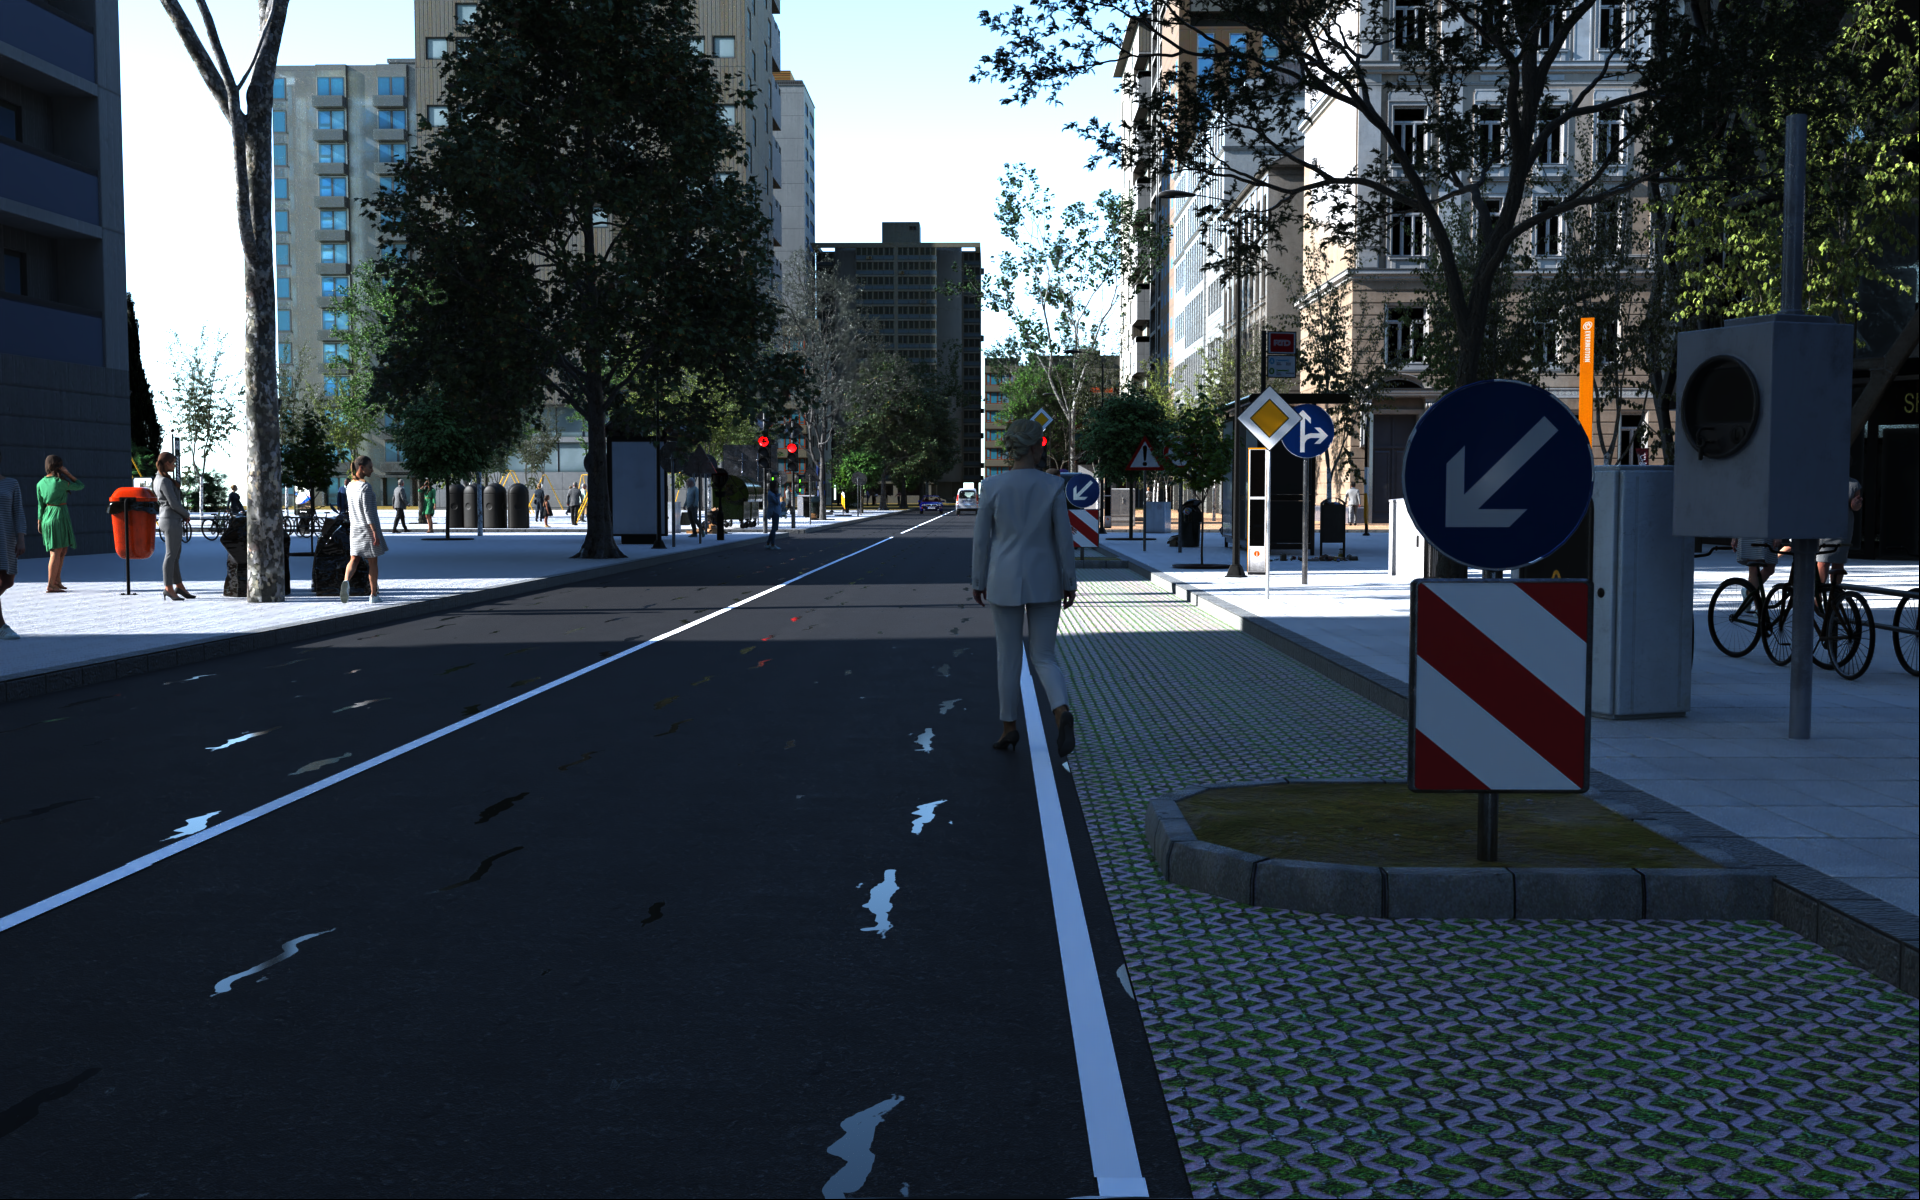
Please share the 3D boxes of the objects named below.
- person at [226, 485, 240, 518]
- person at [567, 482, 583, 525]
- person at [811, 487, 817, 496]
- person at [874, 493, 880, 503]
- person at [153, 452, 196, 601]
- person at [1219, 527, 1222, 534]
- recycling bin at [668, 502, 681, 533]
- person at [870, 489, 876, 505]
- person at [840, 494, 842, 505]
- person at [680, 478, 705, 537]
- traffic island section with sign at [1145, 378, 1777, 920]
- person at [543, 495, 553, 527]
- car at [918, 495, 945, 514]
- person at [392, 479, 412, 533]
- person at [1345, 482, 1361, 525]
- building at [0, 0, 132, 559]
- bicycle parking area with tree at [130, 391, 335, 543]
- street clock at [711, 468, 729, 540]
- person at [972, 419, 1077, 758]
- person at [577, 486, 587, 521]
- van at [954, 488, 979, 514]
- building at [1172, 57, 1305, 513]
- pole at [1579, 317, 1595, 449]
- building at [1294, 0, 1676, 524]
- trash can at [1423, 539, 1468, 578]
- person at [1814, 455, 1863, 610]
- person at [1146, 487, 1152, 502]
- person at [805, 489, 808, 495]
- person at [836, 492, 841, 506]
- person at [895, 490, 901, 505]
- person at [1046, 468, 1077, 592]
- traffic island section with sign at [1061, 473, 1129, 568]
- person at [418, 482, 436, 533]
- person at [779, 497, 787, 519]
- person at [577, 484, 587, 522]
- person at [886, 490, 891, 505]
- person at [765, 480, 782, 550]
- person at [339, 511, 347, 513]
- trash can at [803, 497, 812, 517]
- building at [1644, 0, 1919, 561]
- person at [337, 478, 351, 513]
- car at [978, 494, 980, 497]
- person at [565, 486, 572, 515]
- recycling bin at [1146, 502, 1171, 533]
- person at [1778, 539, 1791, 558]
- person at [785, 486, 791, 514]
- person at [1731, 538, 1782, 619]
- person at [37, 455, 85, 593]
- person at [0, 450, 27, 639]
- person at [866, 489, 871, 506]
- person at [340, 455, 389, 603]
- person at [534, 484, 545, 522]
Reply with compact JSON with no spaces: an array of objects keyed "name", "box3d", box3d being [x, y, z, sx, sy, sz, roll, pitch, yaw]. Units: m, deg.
[{"name":"person","box3d":[-26.369,-3.295,62.800,0.534,1.772,0.576,-1,4,-13]},{"name":"person","box3d":[-15.869,-3.973,71.397,0.661,1.777,0.834,-1,4,-8]},{"name":"person","box3d":[-9.996,-6.894,119.310,0.519,1.759,0.362,0,4,-2]},{"name":"person","box3d":[-10.288,-12.497,213.549,0.628,1.438,0.799,1,4,18]},{"name":"person","box3d":[-9.453,-0.895,20.949,0.520,1.790,0.573,3,4,38]},{"name":"person","box3d":[8.524,-2.972,54.658,0.654,1.822,0.581,3,4,36]},{"name":"recycling bin","box3d":[-9.600,-2.706,56.790,0.722,1.027,0.722,1,4,9]},{"name":"person","box3d":[-10.134,-11.977,201.883,0.705,1.823,1.348,-3,4,-37]},{"name":"person","box3d":[-13.899,-12.036,202.975,0.705,1.807,1.348,-2,4,-35]},{"name":"person","box3d":[-7.971,-2.753,51.546,0.515,1.767,0.782,-3,5,-43]},{"name":"traffic island section with sign","box3d":[1.760,0.115,6.745,1.989,1.847,2.006,0,4,1]},{"name":"person","box3d":[-15.941,-3.443,67.006,0.373,1.253,0.362,0,4,-1]},{"name":"car","box3d":[-2.098,-6.997,126.973,1.945,1.354,3.894,0,4,-1]},{"name":"person","box3d":[-18.450,-3.111,57.311,0.661,1.777,0.834,3,4,37]},{"name":"person","box3d":[16.063,-3.946,70.829,0.678,1.792,0.850,1,4,17]},{"name":"building","box3d":[-32.472,-30.004,32.565,28.212,58.520,21.231,0,4,1]},{"name":"bicycle parking area with tree","box3d":[-21.877,-3.852,49.986,9.016,4.147,8.231,3,5,40]},{"name":"street clock","box3d":[-6.674,-2.669,48.208,0.471,2.002,0.358,0,4,-3]},{"name":"person","box3d":[0.373,-0.065,9.435,0.514,1.842,0.818,-1,4,-19]},{"name":"person","box3d":[-17.826,-4.623,81.850,0.699,1.804,1.509,3,4,36]},{"name":"van","box3d":[0.560,-7.145,123.832,2.013,2.044,4.112,0,4,1]},{"name":"building","box3d":[22.285,-21.200,124.107,11.434,29.767,29.804,0,4,1]},{"name":"pole","box3d":[7.273,-1.609,20.159,0.158,3.312,0.155,0,3,0]},{"name":"building","box3d":[26.691,-18.012,80.403,20.117,28.700,13.634,0,4,1]},{"name":"trash can","box3d":[6.877,-0.786,24.504,0.748,1.137,0.748,0,3,0]},{"name":"person","box3d":[9.596,-0.780,19.148,0.716,1.782,0.532,1,4,13]},{"name":"person","box3d":[13.590,-7.256,125.028,0.694,1.780,0.624,0,4,-3]},{"name":"person","box3d":[-15.053,-9.990,169.377,0.705,1.824,1.348,1,4,15]},{"name":"person","box3d":[-13.013,-10.990,185.868,0.705,1.807,1.348,1,4,23]},{"name":"person","box3d":[-7.264,-12.059,203.912,0.721,1.736,1.217,-3,5,-40]},{"name":"person","box3d":[1.241,-0.957,24.426,0.850,1.792,0.678,0,4,8]},{"name":"traffic island section with sign","box3d":[2.268,-1.558,34.098,1.989,1.847,2.006,0,4,1]},{"name":"person","box3d":[-17.557,-3.122,57.331,0.600,1.795,0.529,1,4,14]},{"name":"person","box3d":[-9.437,-4.824,90.407,0.738,1.151,1.012,2,4,31]},{"name":"person","box3d":[-17.291,-4.465,79.528,0.515,1.767,0.782,-3,5,-40]},{"name":"person","box3d":[-8.922,-12.432,209.830,1.217,1.766,0.721,1,4,11]},{"name":"person","box3d":[-4.832,-2.202,44.767,0.793,1.790,0.793,-3,4,-38]},{"name":"person","box3d":[-23.927,-3.753,67.756,0.694,1.780,0.624,0,4,-4]},{"name":"trash can","box3d":[-8.300,-5.104,95.103,0.748,1.137,0.748,0,3,0]},{"name":"building","box3d":[24.142,-10.330,36.354,16.820,18.784,16.811,0,4,1]},{"name":"person","box3d":[-19.907,-3.053,56.139,0.721,1.800,0.419,-2,4,-23]},{"name":"car","box3d":[1.864,-9.571,168.492,2.014,1.417,4.499,0,4,2]},{"name":"person","box3d":[-23.662,-6.039,105.202,0.576,1.772,0.534,2,4,34]},{"name":"recycling bin","box3d":[6.490,-2.714,56.926,0.722,1.027,0.722,2,4,25]},{"name":"person","box3d":[12.811,-1.217,26.685,0.760,1.731,0.466,2,4,30]},{"name":"person","box3d":[-10.945,-6.416,111.053,0.767,1.812,0.694,-2,4,-24]},{"name":"person","box3d":[8.269,-0.685,17.991,0.466,1.731,0.760,0,4,-1]},{"name":"person","box3d":[-11.867,-1.004,22.708,0.600,1.795,0.529,0,4,6]},{"name":"person","box3d":[-8.650,-0.528,15.430,0.760,1.731,0.466,2,4,25]},{"name":"person","box3d":[-9.939,-11.200,189.032,0.599,1.838,0.709,0,4,-6]},{"name":"person","box3d":[-6.980,-0.822,20.241,0.466,1.731,0.760,0,4,5]},{"name":"person","box3d":[-19.545,-4.533,80.580,0.576,1.772,0.534,-1,4,-11]}]
